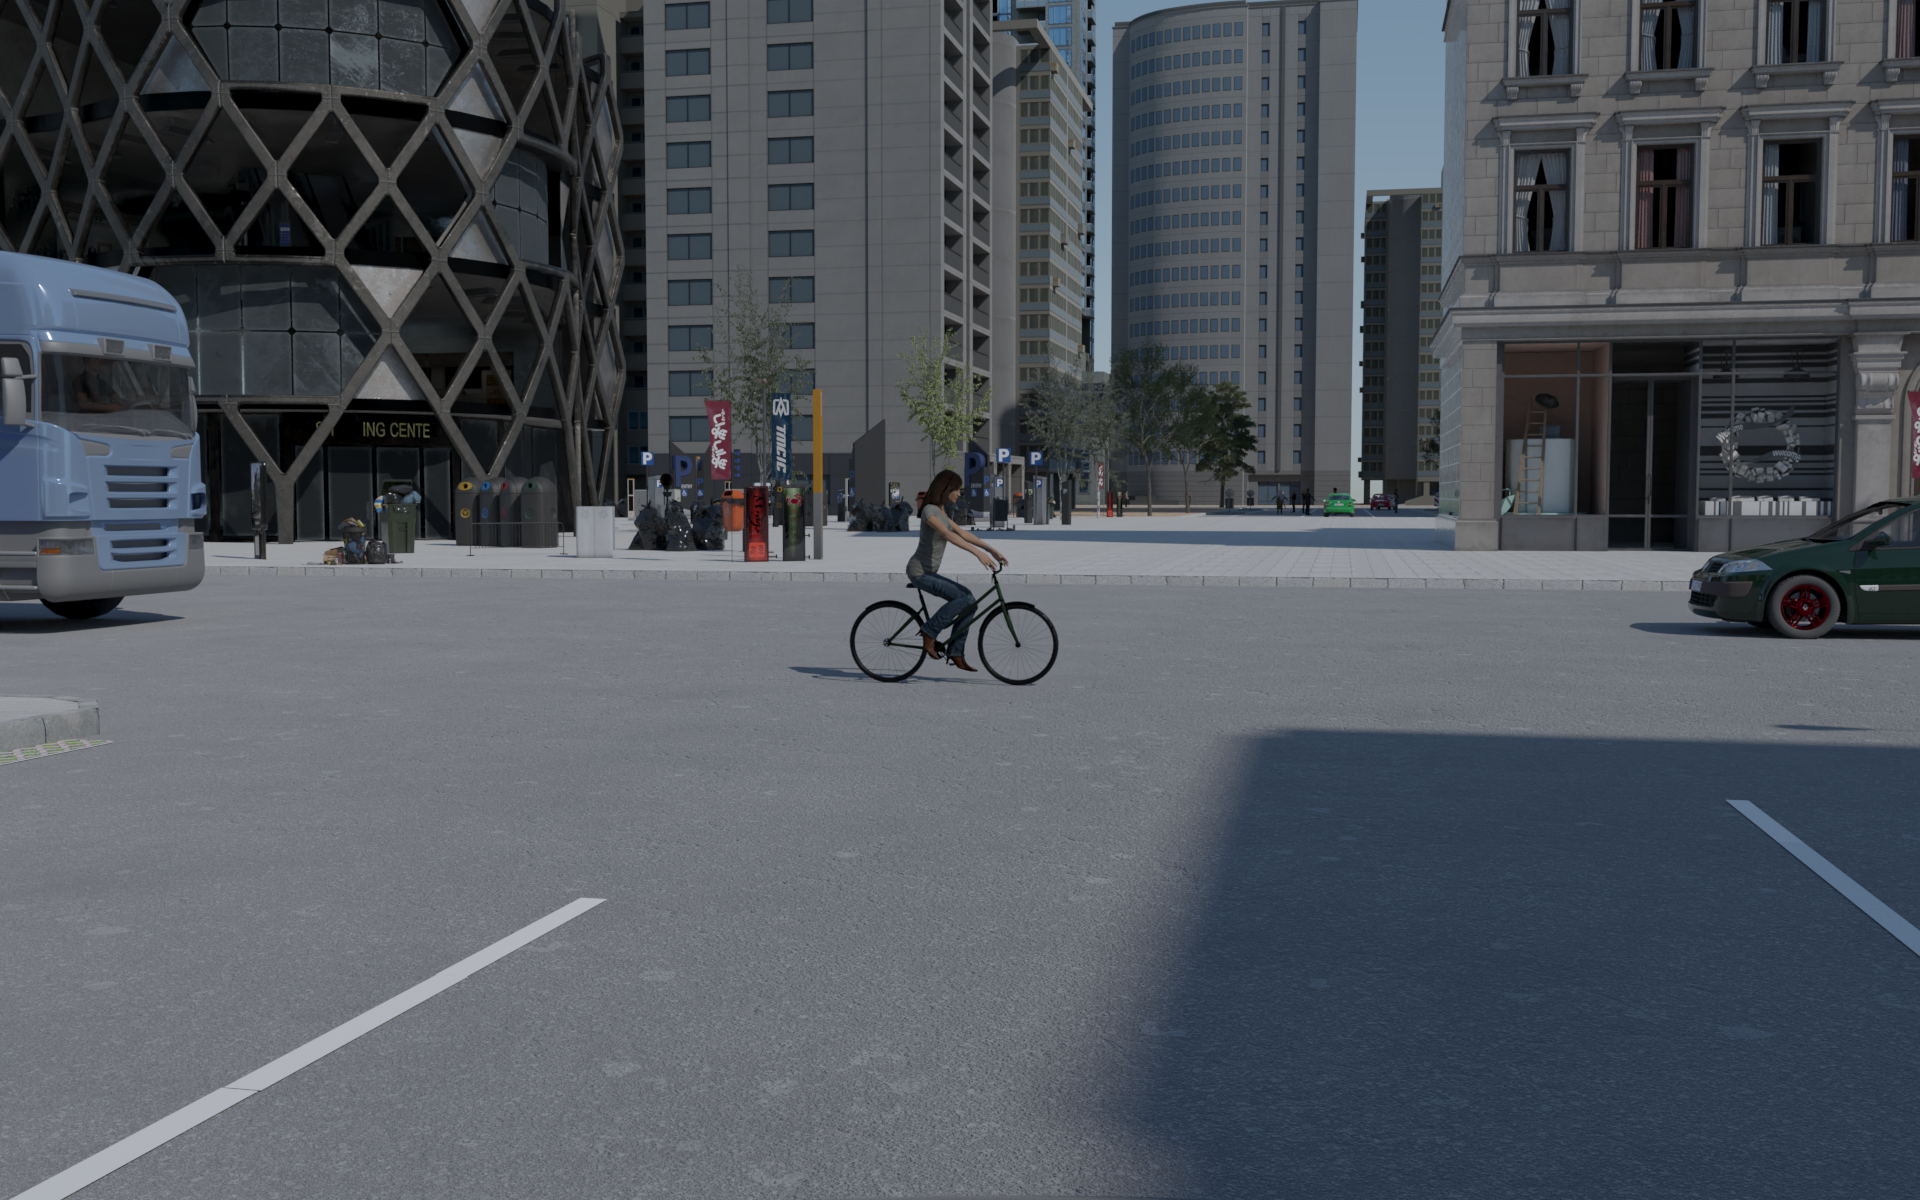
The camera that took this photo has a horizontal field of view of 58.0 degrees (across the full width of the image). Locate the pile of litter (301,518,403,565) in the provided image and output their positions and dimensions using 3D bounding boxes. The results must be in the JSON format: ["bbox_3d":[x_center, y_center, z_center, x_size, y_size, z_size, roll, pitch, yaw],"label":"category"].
[{"bbox_3d":[-11.149,-1.088,31.747,1.719,0.858,1.176,0,4,-6],"label":"pile of litter"}]

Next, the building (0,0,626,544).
[{"bbox_3d":[-19.489,-11.297,52.164,16.811,18.784,16.820,1,4,12],"label":"building"}]

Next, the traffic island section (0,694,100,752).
[{"bbox_3d":[-6.297,0.772,9.658,2.009,0.180,2.903,1,4,12],"label":"traffic island section"}]

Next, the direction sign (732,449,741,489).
[{"bbox_3d":[-11.486,-5.824,87.227,0.876,3.537,0.379,-1,4,-12],"label":"direction sign"}]

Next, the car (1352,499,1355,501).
[{"bbox_3d":[34.402,-8.768,155.714,2.083,1.381,4.827,1,4,12],"label":"car"}]

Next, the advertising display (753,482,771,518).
[{"bbox_3d":[-10.608,-5.365,92.925,0.974,1.923,0.123,-2,4,-26],"label":"advertising display"}]

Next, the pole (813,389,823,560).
[{"bbox_3d":[-2.777,-2.446,33.842,0.158,3.312,0.155,0,3,0],"label":"pole"}]

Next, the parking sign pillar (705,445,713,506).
[{"bbox_3d":[-13.644,-6.366,92.557,1.447,3.967,1.447,1,4,13],"label":"parking sign pillar"}]

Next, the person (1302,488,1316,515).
[{"bbox_3d":[23.718,-6.693,117.949,0.705,1.821,1.348,-2,4,-30],"label":"person"}]

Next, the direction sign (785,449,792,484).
[{"bbox_3d":[-8.635,-5.743,85.895,0.379,3.537,0.876,3,4,36],"label":"direction sign"}]

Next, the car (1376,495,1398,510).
[{"bbox_3d":[39.305,-8.999,159.492,2.083,1.381,4.827,1,4,11],"label":"car"}]

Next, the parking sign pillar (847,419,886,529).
[{"bbox_3d":[-3.329,-4.510,62.207,1.447,3.967,1.447,-2,4,-35],"label":"parking sign pillar"}]

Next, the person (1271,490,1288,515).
[{"bbox_3d":[22.421,-6.864,121.451,1.217,1.736,0.721,0,4,7],"label":"person"}]

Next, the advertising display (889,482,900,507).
[{"bbox_3d":[-3.615,-5.505,95.213,0.123,1.923,0.974,2,4,30],"label":"advertising display"}]

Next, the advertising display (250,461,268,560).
[{"bbox_3d":[-13.840,-1.773,34.197,0.123,1.923,0.974,-2,4,-33],"label":"advertising display"}]

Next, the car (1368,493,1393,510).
[{"bbox_3d":[37.478,-8.884,154.296,2.155,1.783,4.494,1,4,13],"label":"car"}]

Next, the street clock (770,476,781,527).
[{"bbox_3d":[-7.157,-3.829,67.173,0.358,2.002,0.471,-2,4,-32],"label":"street clock"}]

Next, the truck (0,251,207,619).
[{"bbox_3d":[-17.204,-1.857,20.116,18.799,4.110,2.967,1,4,11],"label":"truck"}]

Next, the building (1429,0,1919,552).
[{"bbox_3d":[13.415,-11.708,42.339,40.483,20.767,10.553,1,4,12],"label":"building"}]

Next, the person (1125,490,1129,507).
[{"bbox_3d":[17.344,-10.505,180.272,0.705,1.823,1.348,0,4,-2],"label":"person"}]

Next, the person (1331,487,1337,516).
[{"bbox_3d":[24.581,-6.455,113.674,0.705,1.869,1.348,2,4,31],"label":"person"}]

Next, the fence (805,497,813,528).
[{"bbox_3d":[-6.096,-3.432,67.314,0.480,1.192,2.264,0,4,3],"label":"fence"}]

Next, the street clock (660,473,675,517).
[{"bbox_3d":[-10.175,-3.404,60.223,0.471,2.002,0.358,1,4,10],"label":"street clock"}]

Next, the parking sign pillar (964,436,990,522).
[{"bbox_3d":[0.790,-5.627,80.474,1.447,3.967,1.447,-3,5,-44],"label":"parking sign pillar"}]

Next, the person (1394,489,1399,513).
[{"bbox_3d":[32.472,-7.351,128.699,0.705,1.822,1.348,1,4,15],"label":"person"}]

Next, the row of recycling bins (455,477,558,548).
[{"bbox_3d":[-11.059,-2.147,42.223,3.534,1.692,1.069,3,5,40],"label":"row of recycling bins"}]

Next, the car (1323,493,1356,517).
[{"bbox_3d":[22.850,-5.842,104.313,1.959,1.807,4.718,1,4,13],"label":"car"}]

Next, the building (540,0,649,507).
[{"bbox_3d":[-23.536,-32.437,154.040,21.600,48.544,21.300,1,4,12],"label":"building"}]

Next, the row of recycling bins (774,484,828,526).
[{"bbox_3d":[-6.488,-3.888,70.679,1.069,1.692,3.534,-2,4,-34],"label":"row of recycling bins"}]

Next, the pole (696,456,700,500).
[{"bbox_3d":[-14.213,-6.124,93.972,0.158,3.312,0.155,0,3,0],"label":"pole"}]

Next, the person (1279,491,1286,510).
[{"bbox_3d":[29.108,-8.980,156.235,0.530,1.710,0.541,-1,4,-22],"label":"person"}]

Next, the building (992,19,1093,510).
[{"bbox_3d":[-2.247,-27.668,144.255,23.993,40.220,32.217,1,4,12],"label":"building"}]

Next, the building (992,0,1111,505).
[{"bbox_3d":[3.567,-54.982,211.623,31.000,86.520,22.319,1,4,12],"label":"building"}]

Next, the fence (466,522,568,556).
[{"bbox_3d":[-9.279,-1.281,36.314,2.069,0.683,0.278,-2,4,-30],"label":"fence"}]

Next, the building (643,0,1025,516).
[{"bbox_3d":[-6.676,-41.116,110.493,20.563,71.187,20.611,1,4,12],"label":"building"}]

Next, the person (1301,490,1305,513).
[{"bbox_3d":[25.599,-7.311,128.560,0.721,1.766,1.217,1,4,20],"label":"person"}]

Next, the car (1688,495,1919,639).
[{"bbox_3d":[9.687,-0.477,17.579,4.222,1.686,2.009,1,4,12],"label":"car"}]

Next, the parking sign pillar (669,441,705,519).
[{"bbox_3d":[-14.112,-6.077,87.837,1.447,3.967,1.447,3,5,42],"label":"parking sign pillar"}]

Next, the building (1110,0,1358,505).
[{"bbox_3d":[32.598,-40.652,206.656,28.212,58.520,21.231,1,4,12],"label":"building"}]

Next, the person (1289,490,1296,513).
[{"bbox_3d":[25.888,-7.689,134.740,0.721,1.766,1.217,2,4,34],"label":"person"}]

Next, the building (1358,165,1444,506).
[{"bbox_3d":[59.982,-31.474,206.479,23.993,40.220,32.217,1,4,12],"label":"building"}]

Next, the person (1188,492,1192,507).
[{"bbox_3d":[24.112,-10.513,181.857,0.415,1.643,0.593,1,4,19],"label":"person"}]
